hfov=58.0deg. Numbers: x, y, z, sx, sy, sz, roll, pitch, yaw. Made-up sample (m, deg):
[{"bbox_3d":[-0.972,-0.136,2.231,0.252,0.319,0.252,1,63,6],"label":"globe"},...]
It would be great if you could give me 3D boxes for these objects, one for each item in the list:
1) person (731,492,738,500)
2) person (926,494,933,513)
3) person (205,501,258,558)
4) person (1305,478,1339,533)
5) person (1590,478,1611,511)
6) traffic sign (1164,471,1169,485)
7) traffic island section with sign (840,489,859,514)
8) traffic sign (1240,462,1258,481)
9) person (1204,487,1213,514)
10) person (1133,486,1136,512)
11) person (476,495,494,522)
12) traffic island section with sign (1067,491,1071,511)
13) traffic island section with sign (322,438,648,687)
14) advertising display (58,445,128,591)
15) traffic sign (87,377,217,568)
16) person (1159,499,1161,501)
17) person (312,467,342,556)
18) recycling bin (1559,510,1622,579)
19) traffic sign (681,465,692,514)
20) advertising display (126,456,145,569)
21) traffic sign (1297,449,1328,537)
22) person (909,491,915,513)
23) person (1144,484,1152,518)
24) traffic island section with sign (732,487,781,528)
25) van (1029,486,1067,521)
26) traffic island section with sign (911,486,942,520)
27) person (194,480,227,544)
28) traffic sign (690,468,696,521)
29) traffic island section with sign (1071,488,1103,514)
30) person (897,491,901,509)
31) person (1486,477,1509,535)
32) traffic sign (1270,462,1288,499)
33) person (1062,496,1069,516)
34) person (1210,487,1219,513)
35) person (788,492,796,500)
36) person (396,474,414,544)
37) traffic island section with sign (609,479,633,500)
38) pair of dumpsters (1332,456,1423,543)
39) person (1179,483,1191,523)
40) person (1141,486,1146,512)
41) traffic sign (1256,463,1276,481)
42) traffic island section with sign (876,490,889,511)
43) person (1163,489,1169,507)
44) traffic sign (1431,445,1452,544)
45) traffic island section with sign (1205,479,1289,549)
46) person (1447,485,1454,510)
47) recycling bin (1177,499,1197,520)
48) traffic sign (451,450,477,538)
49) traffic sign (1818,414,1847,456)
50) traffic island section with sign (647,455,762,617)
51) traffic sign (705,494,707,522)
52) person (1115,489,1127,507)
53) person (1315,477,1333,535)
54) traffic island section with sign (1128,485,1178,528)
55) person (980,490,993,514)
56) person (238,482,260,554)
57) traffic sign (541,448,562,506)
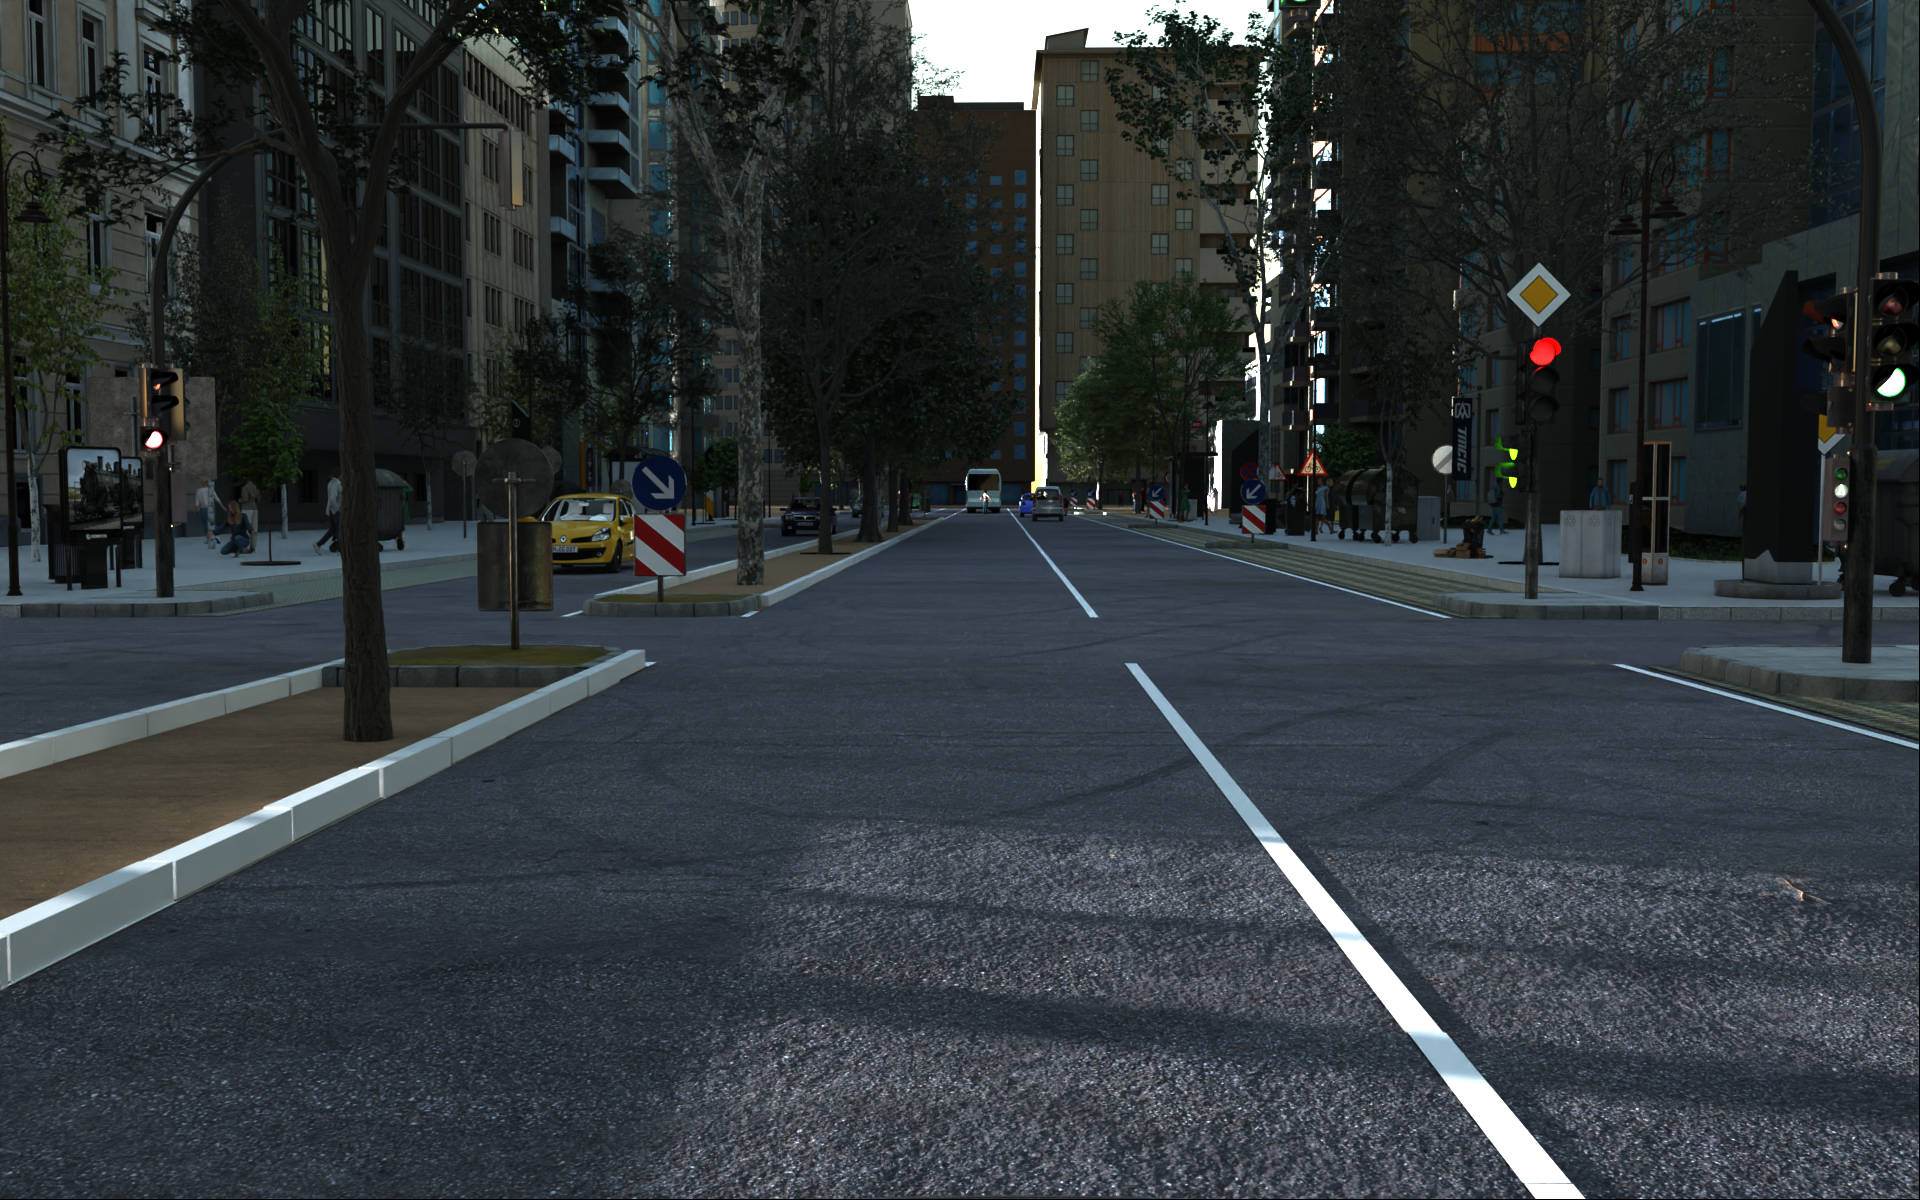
[{"bbox_3d":[-15.234,-7.009,120.601,1.348,1.831,0.705,0,4,-4],"label":"person"},{"bbox_3d":[-2.499,-7.714,134.608,0.705,1.826,1.348,3,5,42],"label":"person"},{"bbox_3d":[-14.541,-1.427,34.875,1.012,1.151,0.738,1,4,10],"label":"person"},{"bbox_3d":[11.943,-3.118,57.246,0.699,1.804,1.509,-2,4,-29],"label":"person"},{"bbox_3d":[19.796,-2.886,53.566,0.601,1.785,0.444,2,4,28],"label":"person"},{"bbox_3d":[11.681,-5.874,96.140,0.768,2.556,0.104,0,4,3],"label":"traffic sign"},{"bbox_3d":[-7.487,-7.027,123.514,1.989,1.847,2.006,0,4,1],"label":"traffic island section with sign"},{"bbox_3d":[11.615,-4.239,69.413,0.768,2.556,0.104,1,4,10],"label":"traffic sign"},{"bbox_3d":[15.897,-6.486,112.770,1.217,1.739,0.721,2,4,29],"label":"person"},{"bbox_3d":[12.258,-7.011,120.689,0.705,1.822,1.348,-1,4,-12],"label":"person"},{"bbox_3d":[-12.974,-2.513,47.309,0.511,1.800,0.466,1,4,10],"label":"person"},{"bbox_3d":[9.699,-8.647,150.013,1.989,1.847,2.006,0,4,1],"label":"traffic island section with sign"},{"bbox_3d":[-3.696,-0.340,13.692,2.006,1.907,1.989,0,4,1],"label":"traffic island section with sign"},{"bbox_3d":[-11.728,-1.113,23.411,0.123,1.923,0.974,1,4,18],"label":"advertising display"},{"bbox_3d":[-14.036,-2.217,30.114,2.265,3.308,0.079,0,4,3],"label":"traffic sign"},{"bbox_3d":[18.302,-9.296,158.739,0.721,1.736,1.217,1,4,10],"label":"person"},{"bbox_3d":[-13.072,-1.844,36.035,0.795,1.843,0.661,-1,4,-20],"label":"person"},{"bbox_3d":[9.695,-0.861,26.631,0.722,1.027,0.722,3,5,40],"label":"recycling bin"},{"bbox_3d":[-12.138,-4.673,76.512,0.768,2.556,0.104,1,4,10],"label":"traffic sign"},{"bbox_3d":[-14.262,-1.490,29.572,0.123,1.923,0.974,0,4,6],"label":"advertising display"},{"bbox_3d":[10.191,-3.064,50.097,0.884,2.594,0.081,0,4,8],"label":"traffic sign"},{"bbox_3d":[-3.589,-7.315,129.568,0.415,1.643,0.593,-1,4,-15],"label":"person"},{"bbox_3d":[10.251,-5.344,93.438,0.654,1.822,0.581,1,4,19],"label":"person"},{"bbox_3d":[-8.521,-3.944,73.115,1.989,1.847,2.006,0,4,1],"label":"traffic island section with sign"},{"bbox_3d":[4.688,-5.213,92.242,2.013,2.044,4.112,0,4,3],"label":"van"},{"bbox_3d":[-1.986,-5.387,96.221,2.006,1.907,1.989,0,4,1],"label":"traffic island section with sign"},{"bbox_3d":[-19.335,-2.328,44.786,0.598,1.740,0.731,3,5,44],"label":"person"},{"bbox_3d":[-12.712,-5.081,83.175,0.768,2.556,0.104,0,4,2],"label":"traffic sign"},{"bbox_3d":[9.141,-6.999,123.064,1.989,1.847,2.006,0,4,1],"label":"traffic island section with sign"},{"bbox_3d":[-5.812,-9.593,165.905,0.990,1.755,0.434,-1,4,-17],"label":"person"},{"bbox_3d":[16.727,-2.924,53.831,0.713,1.824,0.794,1,4,21],"label":"person"},{"bbox_3d":[12.849,-4.295,70.219,0.884,2.594,0.081,1,4,10],"label":"traffic sign"},{"bbox_3d":[6.830,-6.257,114.037,0.697,1.427,0.421,1,4,12],"label":"person"},{"bbox_3d":[17.411,-6.823,118.274,0.551,1.740,0.621,-2,4,-32],"label":"person"},{"bbox_3d":[-14.406,-8.548,149.031,0.599,1.433,0.991,3,4,37],"label":"person"},{"bbox_3d":[-14.539,-2.365,44.962,0.600,1.795,0.529,1,4,12],"label":"person"},{"bbox_3d":[-9.078,-2.296,46.165,1.989,1.847,2.006,0,4,1],"label":"traffic island section with sign"},{"bbox_3d":[11.288,-2.716,46.905,1.574,2.255,4.437,0,4,1],"label":"pair of dumpsters"},{"bbox_3d":[10.094,-4.375,77.816,0.529,1.795,0.600,1,4,10],"label":"person"},{"bbox_3d":[12.908,-7.109,122.244,0.705,1.831,1.348,3,4,38],"label":"person"},{"bbox_3d":[12.164,-4.207,68.890,0.768,2.556,0.104,1,4,9],"label":"traffic sign"},{"bbox_3d":[-6.921,-8.675,150.463,1.989,1.847,2.006,0,4,1],"label":"traffic island section with sign"},{"bbox_3d":[20.341,-10.145,172.603,1.217,1.739,0.721,-2,4,-23],"label":"person"},{"bbox_3d":[12.552,-2.730,44.737,0.768,2.556,0.104,0,4,7],"label":"traffic sign"},{"bbox_3d":[7.541,-2.274,45.813,1.989,1.847,2.006,0,4,1],"label":"traffic island section with sign"},{"bbox_3d":[26.525,-5.359,94.065,0.834,1.777,0.661,-1,4,-11],"label":"person"},{"bbox_3d":[11.137,-4.431,84.995,0.722,1.027,0.722,-2,4,-32],"label":"recycling bin"},{"bbox_3d":[-14.351,-3.060,50.144,0.768,2.556,0.104,0,4,4],"label":"traffic sign"},{"bbox_3d":[11.675,-1.447,23.391,0.795,2.593,0.064,0,4,5],"label":"traffic sign"},{"bbox_3d":[-3.533,-0.793,21.098,2.006,1.907,1.989,0,4,1],"label":"traffic island section with sign"},{"bbox_3d":[-11.730,-4.887,79.907,0.884,2.594,0.081,0,4,8],"label":"traffic sign"},{"bbox_3d":[15.859,-10.020,170.558,1.217,1.739,0.721,0,4,8],"label":"person"},{"bbox_3d":[11.335,-2.949,54.361,0.778,1.811,0.616,-2,4,-24],"label":"person"},{"bbox_3d":[8.080,-3.923,72.762,1.989,1.847,2.006,0,4,1],"label":"traffic island section with sign"},{"bbox_3d":[1.879,-6.975,123.246,1.217,1.736,0.721,3,5,45],"label":"person"},{"bbox_3d":[-15.319,-1.875,37.255,0.362,1.759,0.519,1,4,17],"label":"person"},{"bbox_3d":[-11.270,-2.893,47.401,0.768,2.556,0.104,0,4,2],"label":"traffic sign"}]
